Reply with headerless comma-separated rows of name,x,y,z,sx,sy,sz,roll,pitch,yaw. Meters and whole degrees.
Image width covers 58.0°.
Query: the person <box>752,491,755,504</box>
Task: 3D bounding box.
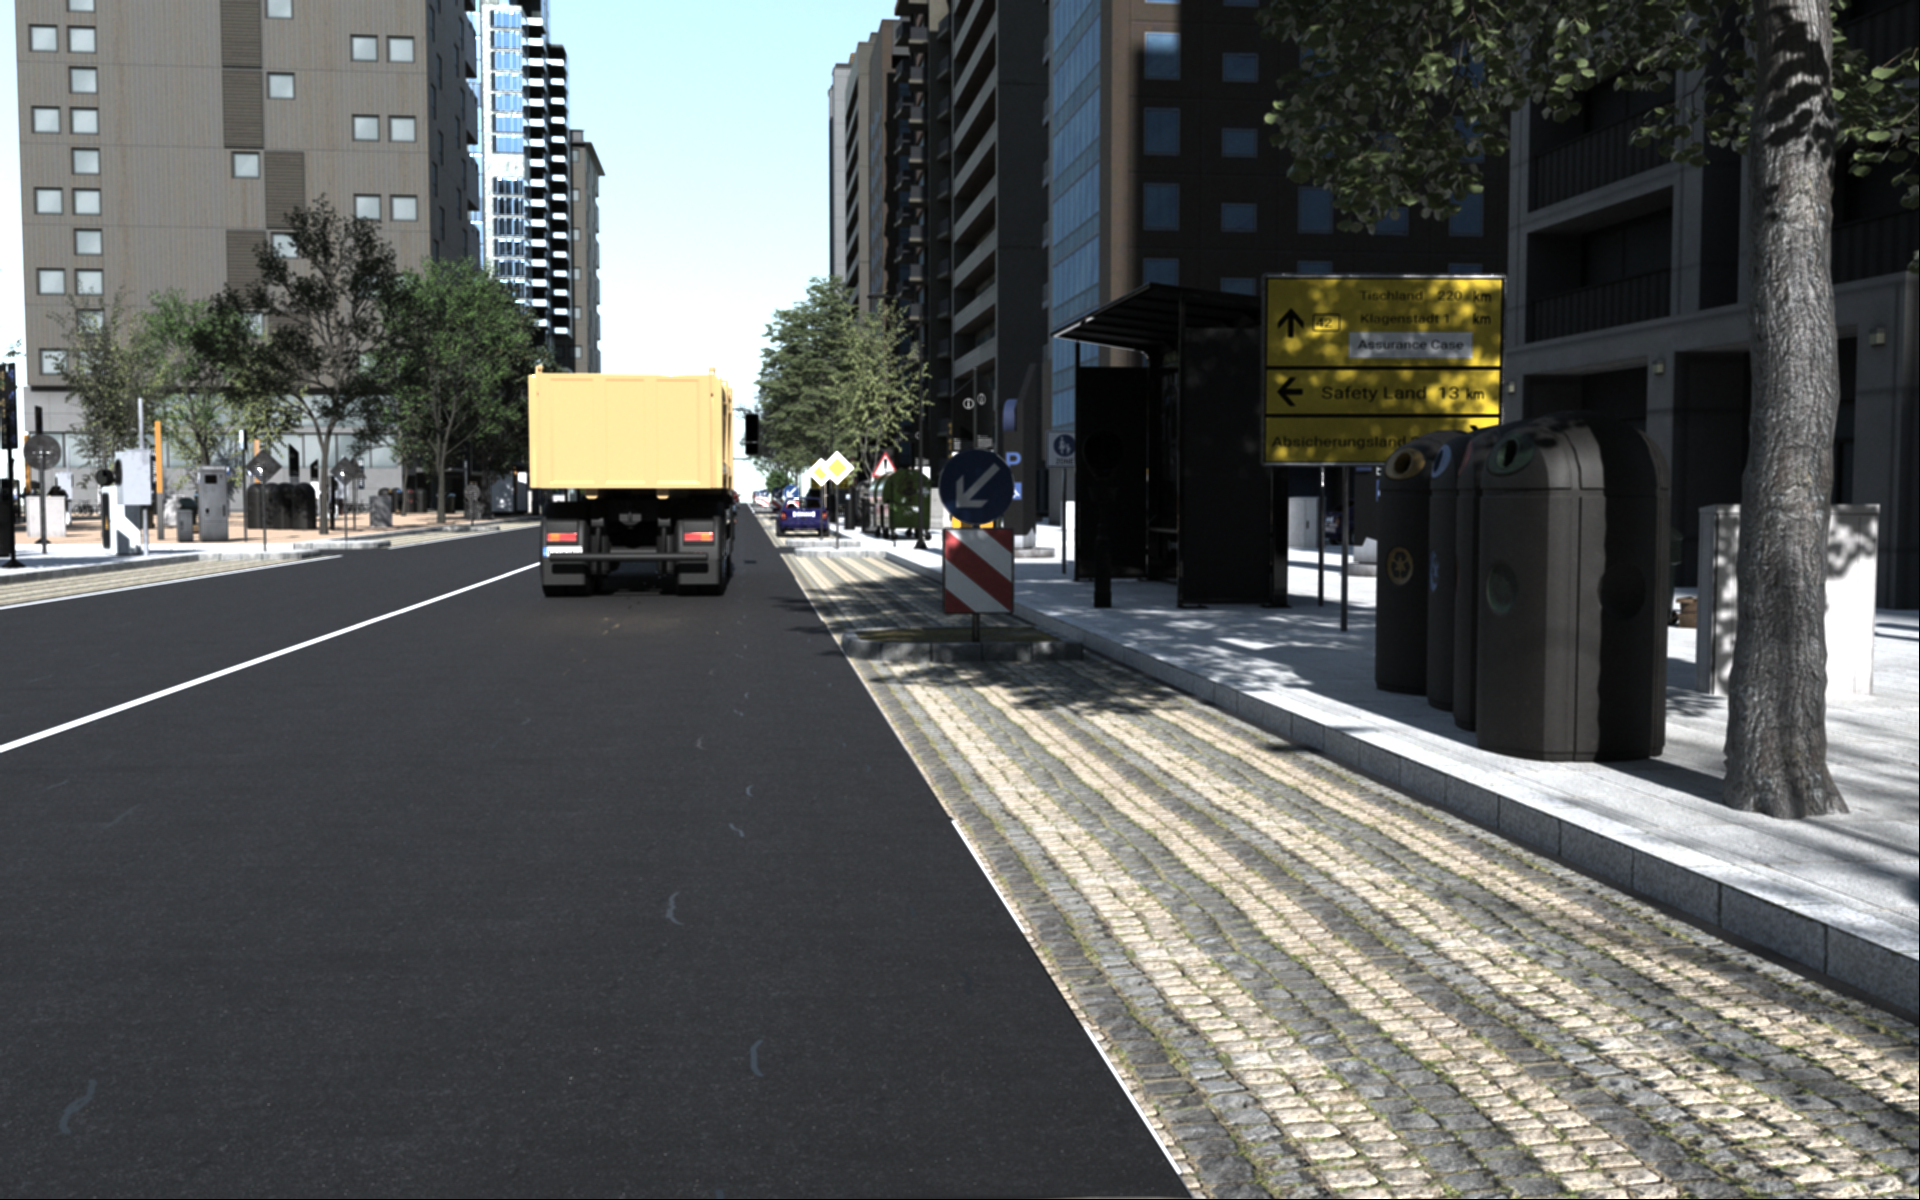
person,-28.961,-14.352,243.085,0.705,1.831,1.348,0,4,7

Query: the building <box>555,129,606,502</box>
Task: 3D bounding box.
building,-66.819,-40.556,252.323,28.713,52.752,27.495,0,4,-7

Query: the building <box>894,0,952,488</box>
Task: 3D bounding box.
building,6.160,-29.797,141.807,22.147,44.769,28.867,0,4,-7

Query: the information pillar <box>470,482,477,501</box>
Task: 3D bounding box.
information pillar,-29.692,-6.191,105.711,0.304,2.012,0.304,-3,4,-37

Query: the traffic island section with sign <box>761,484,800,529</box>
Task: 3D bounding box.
traffic island section with sign,-7.008,-3.797,70.709,1.989,1.847,2.006,0,4,-7

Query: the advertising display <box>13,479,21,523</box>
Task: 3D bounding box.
advertising display,-41.862,-4.357,76.450,0.974,1.923,0.123,2,4,24

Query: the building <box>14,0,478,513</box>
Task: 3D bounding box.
building,-51.697,-33.132,130.950,28.713,52.752,27.495,0,4,-7

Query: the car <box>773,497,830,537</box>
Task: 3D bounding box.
car,-5.342,-2.813,58.572,1.945,1.354,3.894,0,4,-7

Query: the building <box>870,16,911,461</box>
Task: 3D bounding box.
building,-0.973,-31.342,162.557,14.600,45.320,14.200,0,4,-7

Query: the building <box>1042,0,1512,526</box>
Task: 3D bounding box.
building,11.261,-25.389,65.227,14.200,45.320,14.600,0,4,-7

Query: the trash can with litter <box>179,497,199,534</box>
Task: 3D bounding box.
trash can with litter,-25.046,-2.760,56.518,1.055,1.170,0.624,3,5,45

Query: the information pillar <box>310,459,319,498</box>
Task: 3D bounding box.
information pillar,-42.804,-7.557,114.918,0.504,3.616,0.183,-3,5,-39

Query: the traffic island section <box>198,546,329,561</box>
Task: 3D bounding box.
traffic island section,-15.514,-0.999,38.615,2.009,0.180,2.903,0,4,-7

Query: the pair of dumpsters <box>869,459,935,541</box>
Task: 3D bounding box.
pair of dumpsters,-1.668,-2.892,49.779,1.574,2.255,4.437,0,4,-7

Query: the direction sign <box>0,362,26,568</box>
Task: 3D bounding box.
direction sign,-16.547,-2.335,30.171,0.379,3.537,0.876,-3,5,-44

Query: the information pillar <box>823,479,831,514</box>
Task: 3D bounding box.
information pillar,-6.433,-4.861,83.974,0.304,2.012,0.304,-1,4,-22

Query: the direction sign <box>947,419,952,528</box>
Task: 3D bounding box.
direction sign,-0.225,-3.701,52.500,0.379,3.537,0.876,1,4,20

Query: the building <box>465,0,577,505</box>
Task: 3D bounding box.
building,-60.629,-55.656,222.647,22.319,86.520,31.000,0,4,-7

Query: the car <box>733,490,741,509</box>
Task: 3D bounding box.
car,-22.938,-9.983,171.888,2.281,1.827,5.304,0,4,-6

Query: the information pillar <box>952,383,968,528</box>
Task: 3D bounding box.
information pillar,0.090,-2.629,34.331,0.504,3.616,0.183,-1,4,-9

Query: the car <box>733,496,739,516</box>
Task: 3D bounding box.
car,-15.684,-6.302,115.039,2.014,1.417,4.499,0,4,-7

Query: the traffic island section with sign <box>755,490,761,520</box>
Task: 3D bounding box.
traffic island section with sign,-10.377,-5.433,97.454,1.989,1.847,2.006,0,4,-7

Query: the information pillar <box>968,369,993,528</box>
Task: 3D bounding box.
information pillar,0.429,-2.522,32.587,0.183,3.616,0.504,3,5,42

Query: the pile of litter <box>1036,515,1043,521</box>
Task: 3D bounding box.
pile of litter,3.348,-4.093,80.893,1.719,0.858,1.176,-1,4,-20

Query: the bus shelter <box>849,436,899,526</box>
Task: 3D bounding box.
bus shelter,-3.641,-5.030,73.517,1.731,3.624,6.357,0,4,-7

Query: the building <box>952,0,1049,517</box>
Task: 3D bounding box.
building,11.339,-29.563,107.056,21.300,48.544,21.600,0,4,-7

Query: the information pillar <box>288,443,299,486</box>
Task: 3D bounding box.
information pillar,-30.886,-5.441,80.320,0.183,3.616,0.504,3,4,37

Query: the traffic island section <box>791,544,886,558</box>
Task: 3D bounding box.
traffic island section,-2.822,-1.096,40.205,2.009,0.180,2.903,0,4,-7

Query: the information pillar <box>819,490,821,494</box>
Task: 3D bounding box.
information pillar,-9.814,-7.041,119.617,0.304,2.012,0.304,3,5,40

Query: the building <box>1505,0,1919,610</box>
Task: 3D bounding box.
building,19.910,-35.751,22.775,20.563,71.187,20.611,0,4,-7

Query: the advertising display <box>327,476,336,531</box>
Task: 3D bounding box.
advertising display,-22.219,-3.427,61.241,0.123,1.923,0.974,-2,4,-27

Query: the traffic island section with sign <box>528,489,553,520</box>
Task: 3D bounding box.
traffic island section with sign,-22.664,-5.294,95.189,1.989,1.847,2.006,0,4,-7

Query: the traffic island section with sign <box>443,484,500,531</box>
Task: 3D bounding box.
traffic island section with sign,-19.287,-3.659,68.445,1.989,1.847,2.006,0,4,-7

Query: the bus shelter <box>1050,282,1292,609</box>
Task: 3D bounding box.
bus shelter,2.565,-1.906,22.448,1.731,3.624,6.357,0,4,-7

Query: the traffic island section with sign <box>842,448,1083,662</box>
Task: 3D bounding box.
traffic island section with sign,-0.053,-0.430,15.654,1.989,1.847,2.006,0,4,-7

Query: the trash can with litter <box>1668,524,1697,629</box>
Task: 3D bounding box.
trash can with litter,6.965,-0.335,16.868,0.624,1.170,1.055,-3,5,-41

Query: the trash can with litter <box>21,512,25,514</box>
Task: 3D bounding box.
trash can with litter,-61.439,-6.208,112.554,1.678,1.210,2.233,-3,5,-41

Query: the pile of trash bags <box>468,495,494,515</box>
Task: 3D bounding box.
pile of trash bags,-29.961,-6.061,108.850,1.912,1.369,3.447,-1,4,-13

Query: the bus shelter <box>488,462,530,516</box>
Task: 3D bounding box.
bus shelter,-26.697,-6.606,101.926,2.014,3.302,5.546,0,4,-7

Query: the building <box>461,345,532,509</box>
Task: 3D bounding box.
building,-55.299,-19.252,159.817,27.650,21.520,28.899,0,4,-7

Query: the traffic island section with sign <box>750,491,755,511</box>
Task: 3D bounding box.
traffic island section with sign,-16.681,-8.485,147.358,1.989,1.847,2.006,0,4,-7

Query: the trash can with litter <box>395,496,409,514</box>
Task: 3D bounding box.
trash can with litter,-35.425,-6.021,109.835,0.624,1.170,1.055,0,4,3

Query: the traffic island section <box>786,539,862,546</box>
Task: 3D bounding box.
traffic island section,-3.822,-1.581,48.128,2.009,0.180,2.903,0,4,-7

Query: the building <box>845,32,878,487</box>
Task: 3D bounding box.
building,-0.600,-34.059,180.561,21.300,48.544,21.600,0,4,-7

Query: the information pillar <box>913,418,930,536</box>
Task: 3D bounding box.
information pillar,-1.156,-3.751,52.687,0.504,3.616,0.183,0,4,7

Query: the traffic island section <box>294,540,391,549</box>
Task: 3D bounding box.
traffic island section,-16.514,-1.484,46.537,2.009,0.180,2.903,0,4,-7

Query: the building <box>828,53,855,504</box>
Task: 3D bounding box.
building,-7.544,-42.669,239.630,21.231,58.520,28.212,0,4,-7

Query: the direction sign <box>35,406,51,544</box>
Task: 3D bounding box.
direction sign,-23.826,-3.235,44.883,0.379,3.537,0.876,-1,4,-19

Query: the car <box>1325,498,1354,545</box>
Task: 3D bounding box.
car,11.411,-1.985,45.034,3.894,1.354,1.945,0,4,-5
